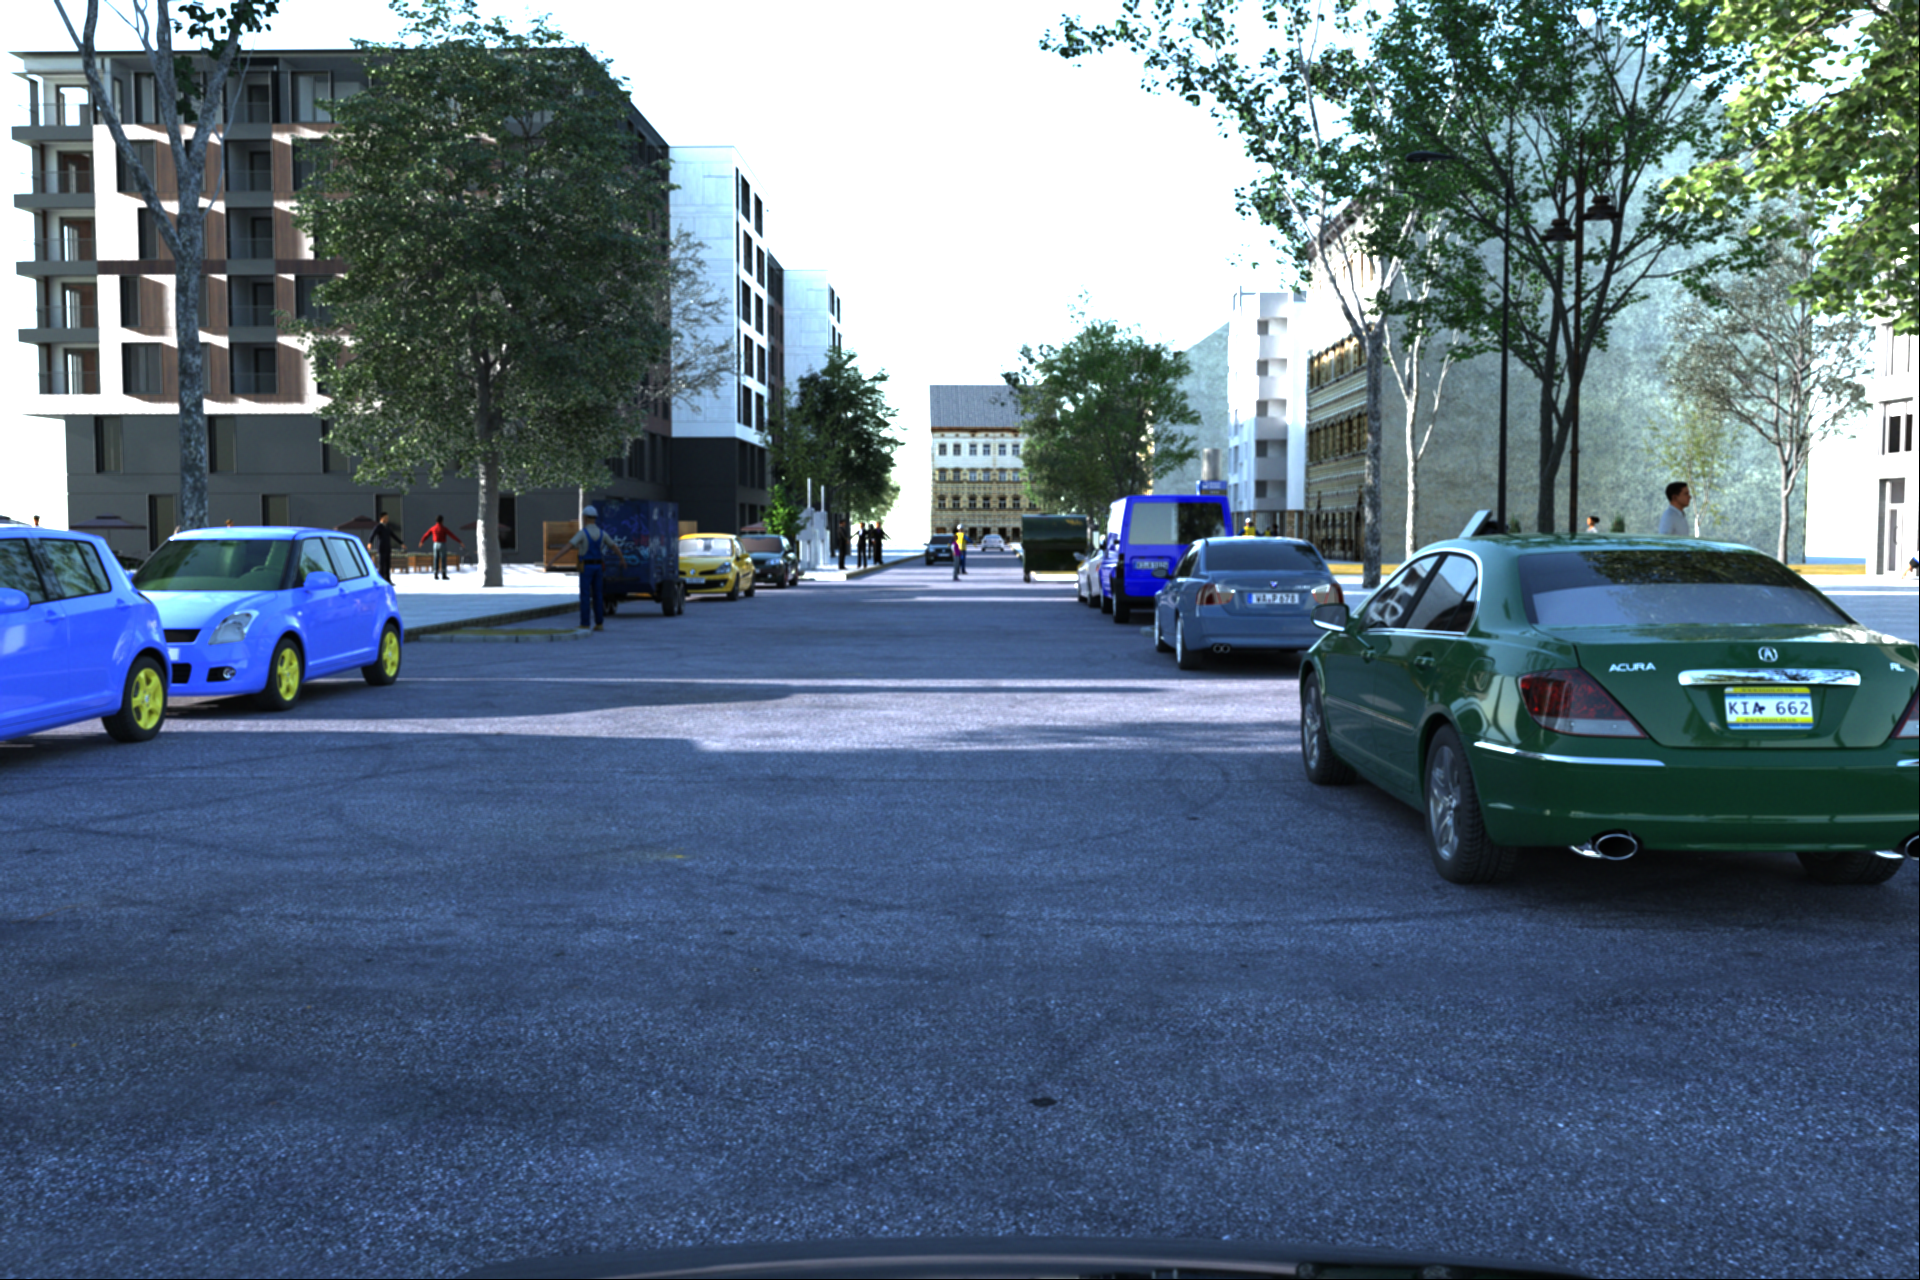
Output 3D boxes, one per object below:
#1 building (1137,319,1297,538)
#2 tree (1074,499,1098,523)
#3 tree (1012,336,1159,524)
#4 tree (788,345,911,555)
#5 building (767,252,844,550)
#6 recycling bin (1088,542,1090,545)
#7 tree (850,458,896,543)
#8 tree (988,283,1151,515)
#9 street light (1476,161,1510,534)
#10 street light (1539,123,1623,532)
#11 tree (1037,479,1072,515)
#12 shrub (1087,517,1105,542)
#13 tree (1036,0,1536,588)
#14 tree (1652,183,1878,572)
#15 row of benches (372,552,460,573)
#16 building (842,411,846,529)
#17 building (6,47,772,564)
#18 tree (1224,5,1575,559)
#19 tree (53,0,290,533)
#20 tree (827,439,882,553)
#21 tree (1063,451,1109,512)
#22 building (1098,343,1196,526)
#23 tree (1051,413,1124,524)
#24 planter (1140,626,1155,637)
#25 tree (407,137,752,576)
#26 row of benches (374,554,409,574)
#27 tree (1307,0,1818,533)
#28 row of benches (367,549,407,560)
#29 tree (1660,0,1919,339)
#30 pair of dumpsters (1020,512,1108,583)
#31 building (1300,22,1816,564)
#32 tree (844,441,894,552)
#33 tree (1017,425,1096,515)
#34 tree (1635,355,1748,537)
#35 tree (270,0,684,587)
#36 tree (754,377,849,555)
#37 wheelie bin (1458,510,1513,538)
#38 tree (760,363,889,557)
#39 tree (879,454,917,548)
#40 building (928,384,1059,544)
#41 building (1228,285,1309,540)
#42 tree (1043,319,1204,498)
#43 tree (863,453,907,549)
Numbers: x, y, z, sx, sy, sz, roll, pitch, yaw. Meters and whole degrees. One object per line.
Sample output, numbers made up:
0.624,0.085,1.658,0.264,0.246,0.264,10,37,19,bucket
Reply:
28.065,-21.122,176.276,19.493,23.208,18.063,0,4,1,building
20.241,-20.915,248.607,9.857,13.997,8.962,0,3,0,tree
8.130,-12.382,109.093,9.857,13.997,8.962,0,3,0,tree
-6.852,-11.401,104.538,7.486,12.596,7.792,0,3,0,tree
-24.119,-17.600,131.734,27.936,21.610,32.646,0,4,1,building
4.272,-2.737,57.297,0.722,1.027,0.722,0,4,0,recycling bin
-12.860,-20.333,250.572,7.486,12.596,7.792,0,3,0,tree
8.493,-16.983,133.567,12.611,20.169,13.585,0,3,0,tree
7.182,-2.971,21.119,1.470,5.913,1.316,0,4,2,street light
7.144,-2.893,20.086,0.468,5.910,1.993,0,4,1,street light
8.893,-11.920,145.250,4.360,8.622,3.978,0,3,0,tree
5.524,-3.630,63.771,1.690,2.028,1.600,0,3,0,shrub
8.700,-11.354,41.529,12.611,20.169,13.585,0,3,0,tree
28.232,-9.079,58.810,12.009,13.543,11.850,0,3,0,tree
-18.371,-2.649,58.780,1.422,0.672,4.104,1,4,19,row of benches
-22.355,-21.822,187.726,19.493,23.208,18.063,0,4,1,building
-25.839,-15.023,89.603,27.936,21.610,32.646,0,4,1,building
16.090,-12.701,63.555,12.611,20.169,13.585,0,3,0,tree
-12.965,-10.353,25.165,12.611,20.169,13.585,0,3,0,tree
-7.502,-10.091,115.343,4.360,8.622,3.978,0,3,0,tree
8.811,-10.381,120.089,4.737,8.622,4.395,0,3,0,tree
29.895,-21.892,201.904,27.936,21.610,32.646,0,4,1,building
7.595,-9.117,99.422,4.737,8.622,4.395,0,3,0,tree
3.587,-0.213,24.615,1.991,0.319,1.994,0,4,1,planter
-11.636,-8.734,53.168,12.009,13.543,11.850,0,3,0,tree
-19.790,-2.442,55.395,4.104,0.672,1.422,-1,4,-18,row of benches
9.619,-6.232,27.650,9.928,11.665,9.643,0,3,0,tree
-23.422,-3.359,70.382,1.422,0.672,4.104,0,4,0,row of benches
8.499,-5.740,11.983,7.486,12.596,7.792,0,3,0,tree
3.998,-2.828,51.192,4.436,2.255,1.574,0,3,0,pair of dumpsters
27.548,-15.442,83.413,19.493,23.208,18.063,0,4,2,building
-6.912,-10.770,126.454,4.360,8.622,3.978,0,3,0,tree
9.109,-14.277,159.190,9.928,11.665,9.643,0,3,0,tree
30.024,-7.312,69.908,4.360,8.622,3.978,0,3,0,tree
-11.336,-8.260,41.711,9.857,13.997,8.962,0,3,0,tree
-7.542,-8.047,81.925,4.737,8.622,4.395,0,3,0,tree
6.930,-0.921,22.968,0.693,1.594,0.980,0,4,2,wheelie bin
-7.328,-9.840,95.291,7.601,10.594,8.767,1,4,8,tree
-6.189,-12.747,158.776,4.360,8.622,3.978,0,3,0,tree
4.497,-25.606,252.041,18.063,23.208,19.493,0,4,-2,building
25.727,-16.866,132.178,16.016,20.090,11.380,0,4,1,building
8.152,-9.745,85.090,9.928,11.665,9.643,0,3,0,tree
-6.307,-12.390,152.945,4.360,8.622,3.978,0,3,0,tree
